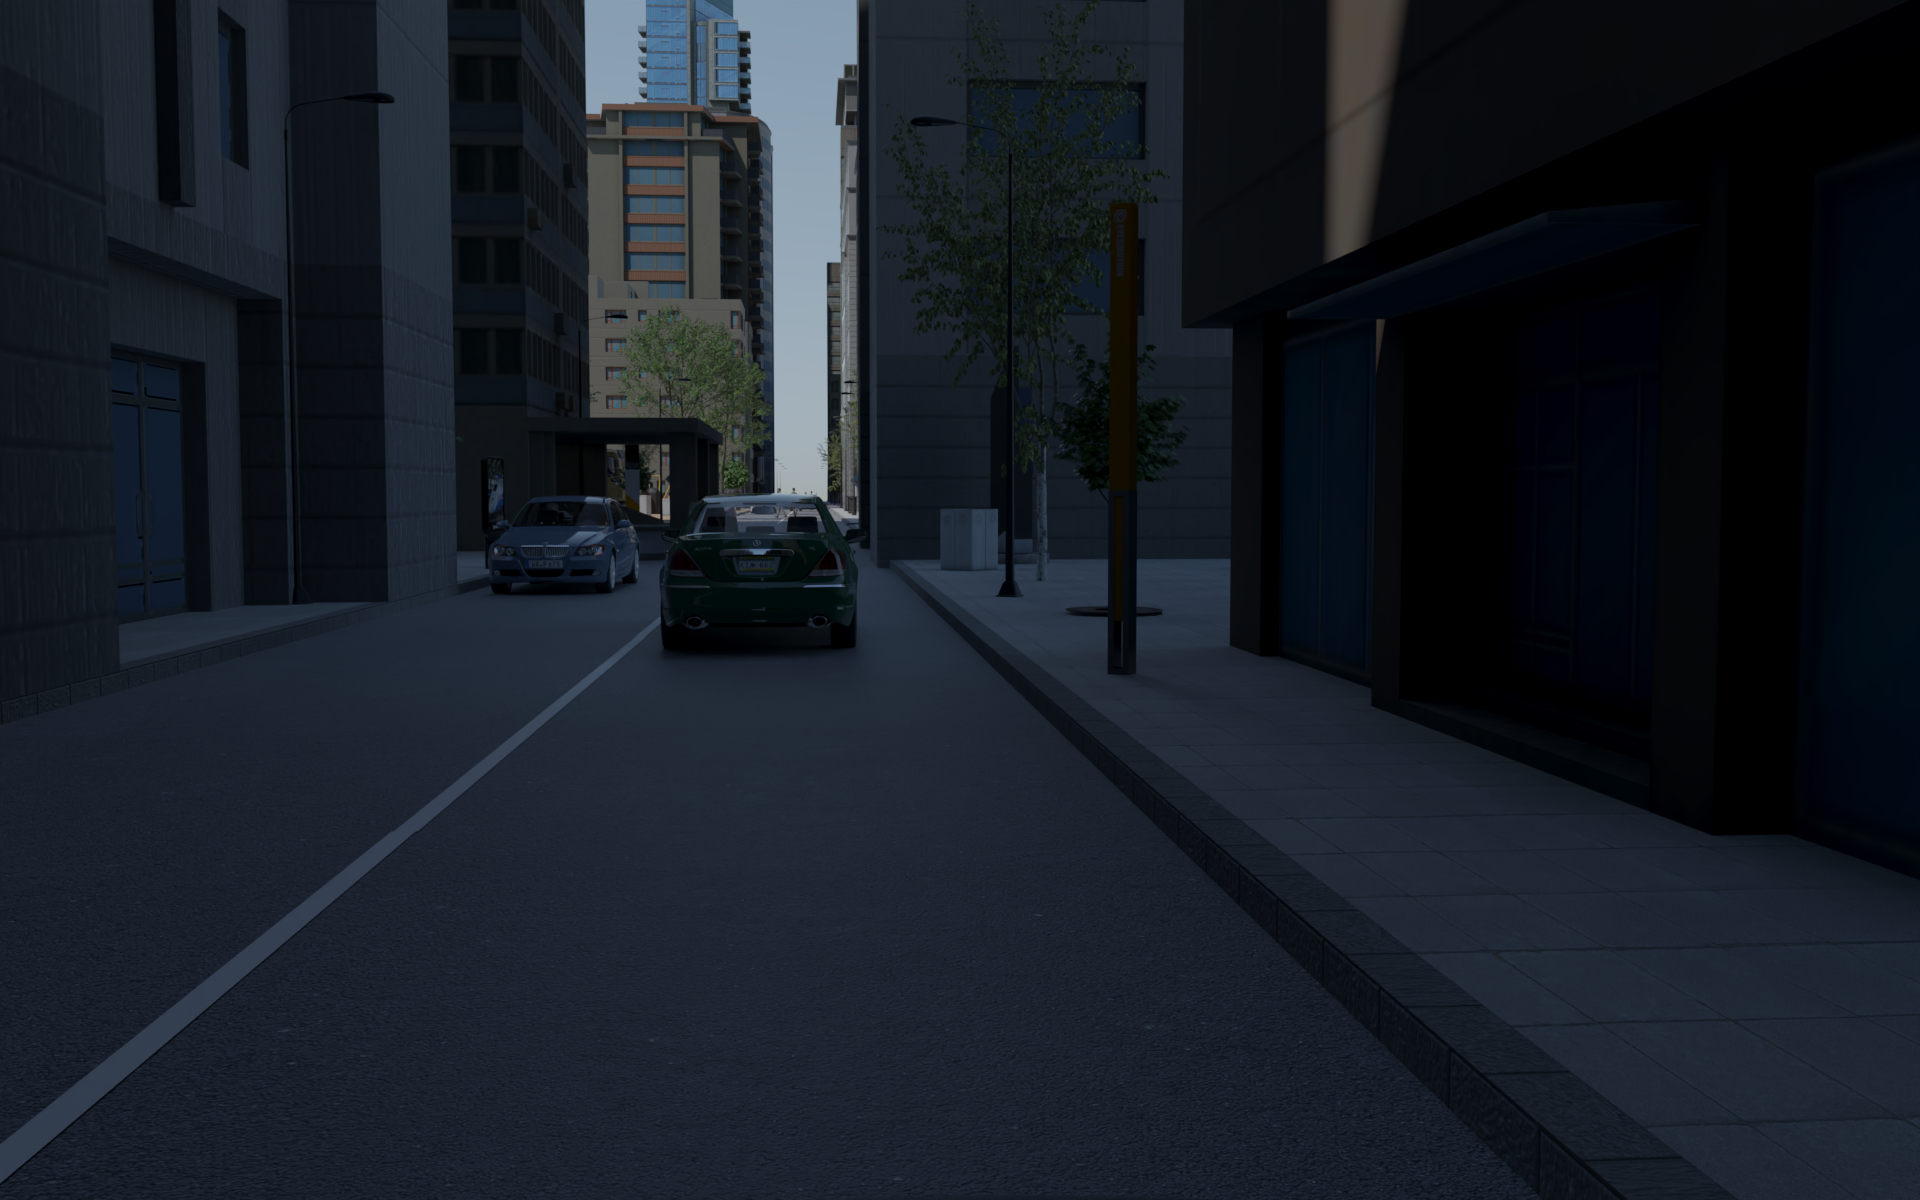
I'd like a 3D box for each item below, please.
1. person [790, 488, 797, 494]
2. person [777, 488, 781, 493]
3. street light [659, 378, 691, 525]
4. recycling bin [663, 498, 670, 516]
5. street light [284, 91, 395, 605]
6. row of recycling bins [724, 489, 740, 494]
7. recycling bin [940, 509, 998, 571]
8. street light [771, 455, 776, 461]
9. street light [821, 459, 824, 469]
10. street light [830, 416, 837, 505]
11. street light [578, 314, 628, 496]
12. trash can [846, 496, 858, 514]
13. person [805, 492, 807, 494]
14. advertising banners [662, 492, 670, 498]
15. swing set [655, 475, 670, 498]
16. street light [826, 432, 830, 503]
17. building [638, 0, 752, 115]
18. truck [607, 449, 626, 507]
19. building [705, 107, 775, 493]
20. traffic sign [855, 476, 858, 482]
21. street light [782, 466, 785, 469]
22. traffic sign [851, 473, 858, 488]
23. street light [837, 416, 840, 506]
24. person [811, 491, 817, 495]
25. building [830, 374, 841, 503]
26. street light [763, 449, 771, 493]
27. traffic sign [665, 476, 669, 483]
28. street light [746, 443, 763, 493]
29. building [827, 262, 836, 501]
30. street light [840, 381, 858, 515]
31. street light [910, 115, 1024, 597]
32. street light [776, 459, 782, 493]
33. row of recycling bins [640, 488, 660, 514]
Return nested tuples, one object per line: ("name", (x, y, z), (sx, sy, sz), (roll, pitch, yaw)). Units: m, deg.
("person", (-10.297, -6.061, 107.557), (0.622, 1.834, 0.822), (1, 4, 9))
("person", (-10.792, -5.835, 104.180), (0.850, 1.792, 0.678), (0, 4, -1))
("street light", (-11.449, -5.925, 69.417), (1.470, 5.913, 1.316), (0, 4, -5))
("recycling bin", (-17.478, -5.591, 103.967), (0.722, 1.027, 0.722), (0, 4, 3))
("street light", (-7.221, -2.909, 20.102), (1.470, 5.913, 1.316), (0, 4, -5))
("row of recycling bins", (-17.829, -7.804, 134.702), (1.069, 1.692, 3.534), (-1, 4, -18))
("recycling bin", (0.154, -1.020, 29.232), (0.722, 1.027, 0.722), (3, 5, 41))
("street light", (-22.724, -14.173, 204.269), (1.470, 5.913, 1.316), (0, 4, -5))
("street light", (-15.406, -14.251, 205.549), (1.470, 5.913, 1.316), (0, 4, -5))
("street light", (-6.878, -8.017, 103.616), (1.470, 5.913, 1.316), (0, 4, -5))
("street light", (-9.256, -4.417, 44.766), (1.470, 5.913, 1.316), (0, 4, -5))
("trash can", (-7.037, -6.197, 112.966), (0.748, 1.137, 0.748), (0, 3, 0))
("person", (-21.194, -14.065, 239.197), (0.721, 1.736, 1.217), (1, 4, 12))
("advertising banners", (-23.091, -8.707, 138.540), (2.074, 3.025, 0.090), (0, 4, 1))
("swing set", (-20.355, -7.832, 125.675), (2.862, 2.851, 3.119), (-1, 4, -16))
("street light", (-9.062, -9.585, 129.254), (1.470, 5.913, 1.316), (0, 4, -5))
("building", (-42.730, -59.962, 293.054), (22.319, 86.520, 31.000), (0, 4, -5))
("truck", (-18.085, -4.760, 73.750), (9.791, 3.379, 3.469), (0, 4, -3))
("building", (-39.207, -44.135, 263.599), (21.231, 58.520, 28.212), (0, 4, -5))
("traffic sign", (-3.932, -4.128, 71.131), (0.795, 2.450, 0.064), (0, 4, -5))
("street light", (-27.633, -17.712, 262.135), (1.470, 5.913, 1.316), (0, 4, -5))
("traffic sign", (-4.604, -4.614, 79.088), (0.795, 2.450, 0.064), (0, 4, -5))
("street light", (-4.728, -6.509, 78.962), (1.470, 5.913, 1.316), (0, 4, -5))
("person", (-13.216, -8.983, 156.172), (0.742, 1.727, 0.445), (0, 4, 6))
("building", (-5.871, -25.672, 264.780), (27.650, 21.520, 28.899), (0, 4, -5))
("street light", (-20.676, -12.665, 179.607), (1.470, 5.913, 1.316), (0, 4, -5))
("traffic sign", (-11.601, -4.090, 70.507), (0.795, 2.450, 0.064), (0, 4, -5))
("street light", (-18.548, -11.134, 154.582), (1.470, 5.913, 1.316), (0, 4, -5))
("building", (-16.449, -38.074, 306.103), (14.154, 41.232, 14.086), (0, 4, -5))
("street light", (-4.057, -6.026, 71.071), (1.470, 5.913, 1.316), (0, 4, -5))
("street light", (0.085, -2.992, 21.463), (1.470, 5.913, 1.316), (0, 4, -5))
("street light", (-25.549, -16.204, 237.475), (1.470, 5.913, 1.316), (0, 4, -5))
("row of recycling bins", (-20.394, -6.243, 109.191), (1.069, 1.692, 3.534), (3, 4, 37))
